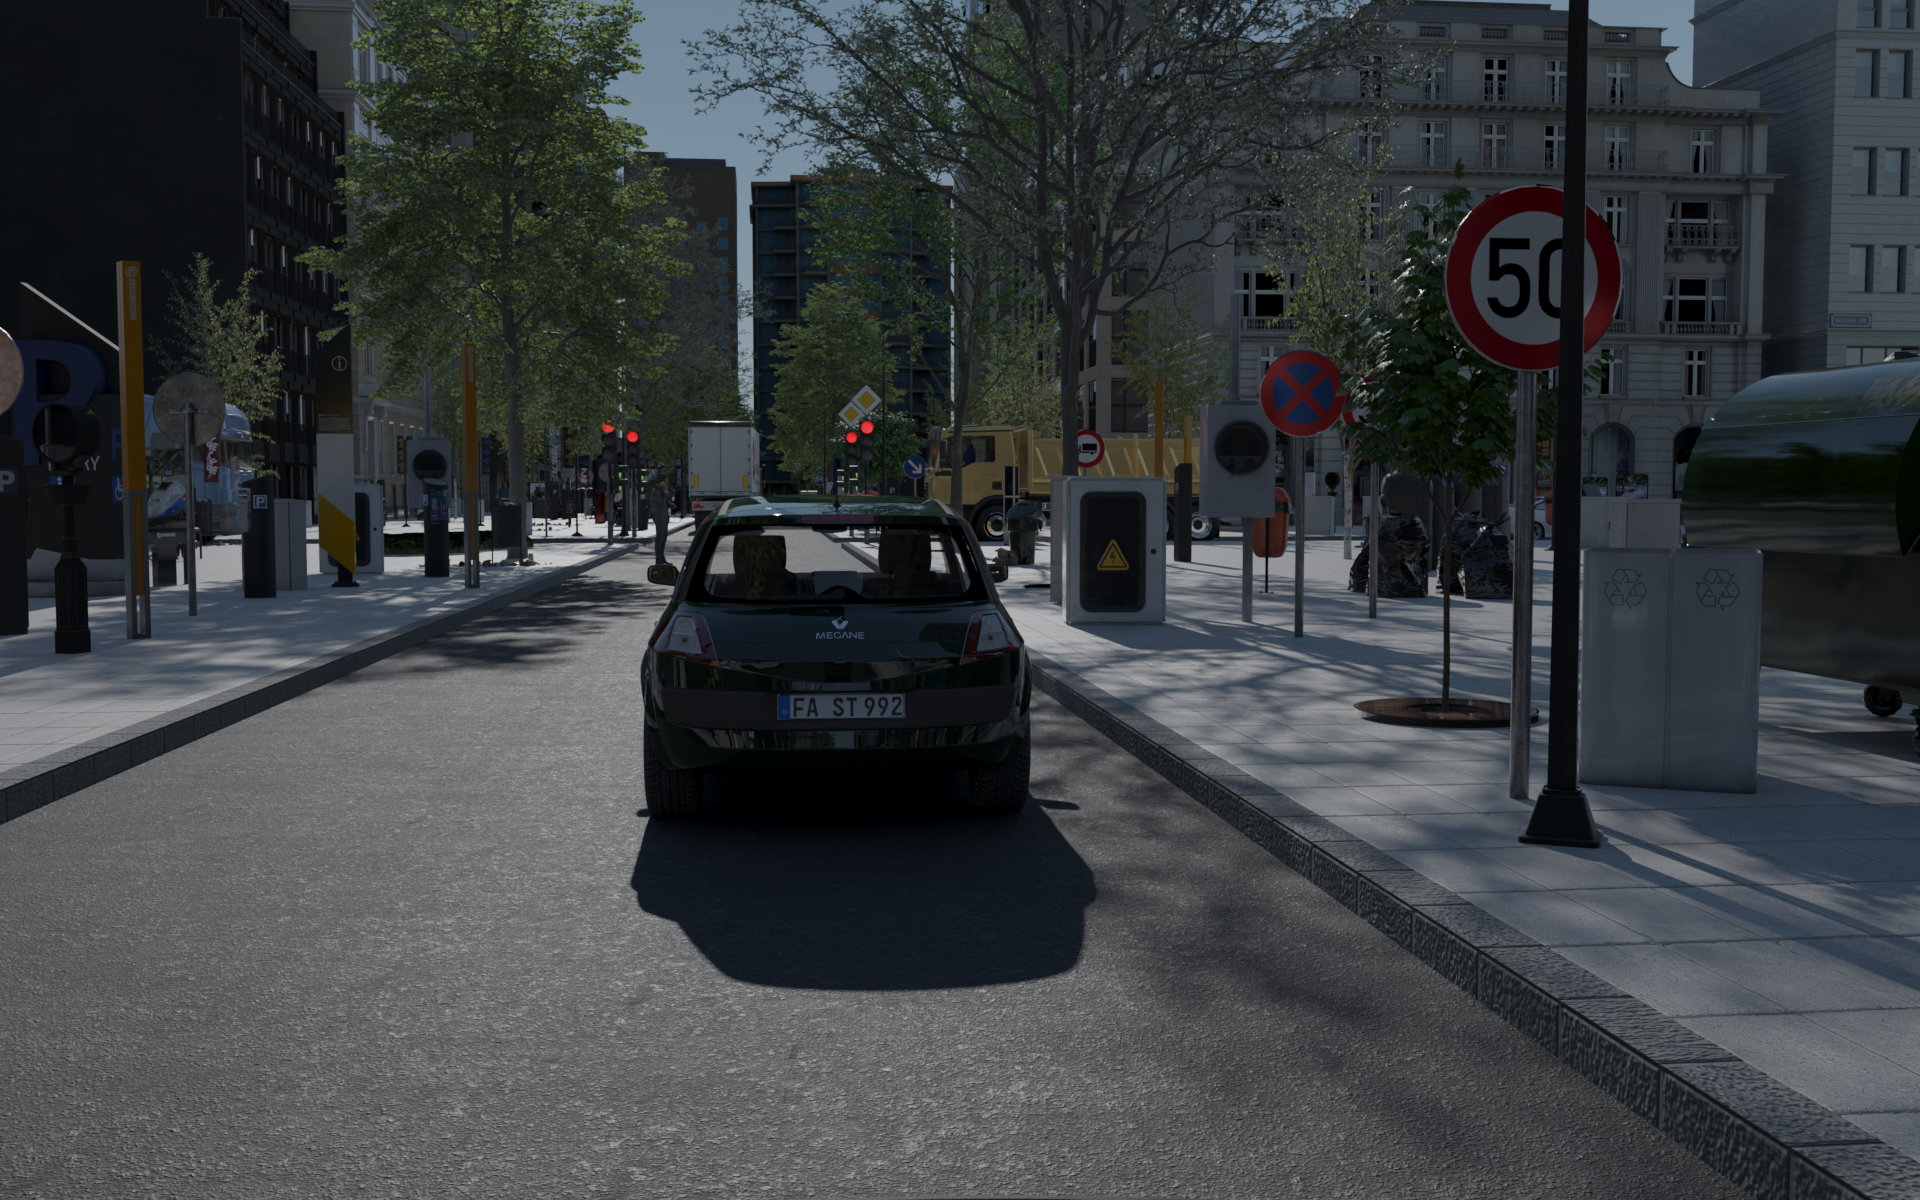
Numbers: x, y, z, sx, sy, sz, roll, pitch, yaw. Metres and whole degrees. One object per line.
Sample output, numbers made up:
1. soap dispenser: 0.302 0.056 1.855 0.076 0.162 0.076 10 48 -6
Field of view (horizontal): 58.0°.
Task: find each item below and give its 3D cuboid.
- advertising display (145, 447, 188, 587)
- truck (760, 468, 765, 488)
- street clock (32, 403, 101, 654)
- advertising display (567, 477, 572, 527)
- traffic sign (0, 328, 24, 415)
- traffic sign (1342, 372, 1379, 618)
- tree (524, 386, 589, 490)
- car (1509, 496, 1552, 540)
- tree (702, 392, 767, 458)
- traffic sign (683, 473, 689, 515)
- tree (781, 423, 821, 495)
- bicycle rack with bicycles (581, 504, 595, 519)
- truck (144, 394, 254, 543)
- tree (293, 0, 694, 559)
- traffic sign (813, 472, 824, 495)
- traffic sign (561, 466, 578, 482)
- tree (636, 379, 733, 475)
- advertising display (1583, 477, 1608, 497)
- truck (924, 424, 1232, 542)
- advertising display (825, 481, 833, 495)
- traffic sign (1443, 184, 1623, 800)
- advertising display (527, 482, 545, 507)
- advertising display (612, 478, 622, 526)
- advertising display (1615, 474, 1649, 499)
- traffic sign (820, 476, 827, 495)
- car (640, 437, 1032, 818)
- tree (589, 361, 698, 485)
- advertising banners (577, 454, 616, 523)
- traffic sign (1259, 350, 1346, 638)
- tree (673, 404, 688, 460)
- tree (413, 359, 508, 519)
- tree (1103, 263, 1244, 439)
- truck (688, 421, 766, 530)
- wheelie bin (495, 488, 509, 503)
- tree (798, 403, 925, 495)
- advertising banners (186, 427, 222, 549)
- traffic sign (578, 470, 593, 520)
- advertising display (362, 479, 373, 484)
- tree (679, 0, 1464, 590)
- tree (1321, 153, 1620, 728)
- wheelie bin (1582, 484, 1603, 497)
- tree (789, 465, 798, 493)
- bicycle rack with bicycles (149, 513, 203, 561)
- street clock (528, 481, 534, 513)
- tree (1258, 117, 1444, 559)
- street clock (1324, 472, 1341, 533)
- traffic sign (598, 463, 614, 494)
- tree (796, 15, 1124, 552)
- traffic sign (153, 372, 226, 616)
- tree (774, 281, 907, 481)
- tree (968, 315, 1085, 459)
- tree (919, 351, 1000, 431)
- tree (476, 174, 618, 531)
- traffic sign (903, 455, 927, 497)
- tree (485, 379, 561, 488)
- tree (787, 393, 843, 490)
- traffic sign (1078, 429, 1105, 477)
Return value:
1. advertising display: -11.108 -1.157 24.138 0.123 1.923 0.974 1 4 16
2. truck: -20.923 -11.167 172.343 2.967 4.110 18.799 0 4 -6
3. street clock: -7.164 -0.573 13.931 0.471 2.002 0.358 1 4 15
4. advertising display: -15.090 -3.774 66.924 0.123 1.923 0.974 -1 4 -9
5. traffic sign: -7.128 -0.756 12.468 0.768 2.556 0.104 0 4 -4
6. traffic sign: 4.282 -1.088 17.890 0.768 2.556 0.104 0 4 -6
7. tree: -24.889 -9.748 109.745 4.737 8.622 4.395 0 3 0
8. car: 17.910 -2.390 51.435 4.827 1.381 2.083 0 4 -6
9. tree: -25.882 -17.339 190.141 9.857 13.997 8.962 0 3 0
10. traffic sign: -16.655 -6.389 104.558 0.768 2.556 0.104 0 4 -6
11. tree: -14.813 -12.836 160.236 4.360 8.622 3.978 0 3 0
12. bicycle rack with bicycles: -17.632 -4.616 88.847 2.925 0.926 2.852 1 4 11
13. truck: -27.609 -3.379 45.007 18.799 4.110 2.967 0 4 -6
14. tree: -9.178 -7.112 34.402 7.486 12.596 7.792 0 3 0
15. traffic sign: -7.991 -6.019 98.513 0.768 2.556 0.104 0 4 -5
16. traffic sign: -16.870 -4.568 74.788 0.768 2.556 0.104 0 4 -2
17. tree: -19.578 -11.728 126.158 8.767 10.594 7.601 -1 4 -20
18. advertising display: 24.134 -3.708 65.840 0.974 1.923 0.123 -1 4 -9
19. truck: 3.027 -3.279 49.541 9.791 3.379 3.469 0 4 -5
20. advertising display: -6.065 -4.829 84.167 0.974 1.923 0.123 1 4 13
21. traffic sign: 2.359 -0.436 7.231 0.768 2.556 0.104 0 4 -6
22. advertising display: -22.994 -5.460 94.486 0.974 1.923 0.123 0 4 4
23. advertising display: -13.799 -3.970 70.124 0.123 1.923 0.974 1 4 22
24. advertising display: 21.383 -3.054 55.147 0.974 1.923 0.123 2 4 25
25. traffic sign: -9.019 -6.979 114.213 0.768 2.556 0.104 0 4 1
26. car: -0.677 0.041 9.121 2.009 1.686 4.222 0 4 -5
27. tree: -15.127 -8.290 85.910 4.737 8.622 4.395 0 3 0
28. advertising banners: -15.819 -4.893 76.195 2.074 3.025 0.090 1 4 9
29. traffic sign: 3.036 -0.938 15.439 0.768 2.556 0.104 0 4 0
30. tree: -20.065 -12.938 137.288 9.928 11.665 9.643 0 3 0
31. tree: -25.228 -8.370 87.207 4.737 8.622 4.395 0 3 0
32. tree: 6.683 -6.380 54.681 4.737 8.622 4.395 0 3 0
33. truck: -9.693 -5.109 72.447 2.839 4.237 11.283 0 4 -5
34. wheelie bin: -25.641 -5.473 97.393 0.980 1.594 0.693 -2 4 -27
35. tree: -2.897 -4.641 59.596 4.285 4.588 4.351 0 3 0
36. advertising banners: -18.217 -2.724 40.719 2.074 3.025 0.090 1 4 13
37. traffic sign: -18.796 -5.312 86.957 0.768 2.556 0.104 0 4 0
38. advertising display: -26.221 -4.352 76.370 0.974 1.923 0.123 2 4 33
39. tree: 1.525 -6.894 23.089 12.009 13.543 11.850 0 3 0
40. tree: 2.934 -0.936 9.911 1.663 3.219 1.824 0 3 0
41. wheelie bin: 19.960 -2.885 55.077 0.980 1.594 0.693 -1 4 -22
42. tree: -12.039 -9.478 138.686 4.285 4.588 4.351 0 3 0
43. bicycle rack with bicycles: -15.782 -1.233 33.537 2.852 0.926 2.925 0 4 3
44. street clock: -24.267 -5.725 98.180 0.358 2.002 0.471 1 4 18
45. tree: 7.659 -5.092 33.613 4.360 8.622 3.978 0 3 0
46. street clock: 12.277 -3.215 57.132 0.471 2.002 0.358 3 4 38
47. traffic sign: -14.364 -4.318 70.704 0.768 2.556 0.104 0 4 -5
48. tree: 0.046 -6.862 37.954 9.928 11.665 9.643 0 3 0
49. traffic sign: -8.084 -1.105 18.177 0.768 2.556 0.104 0 4 0
50. tree: -6.569 -10.681 92.759 7.486 12.596 7.792 0 3 0
51. tree: 2.831 -7.369 70.848 4.360 8.622 3.978 0 3 0
52. tree: 0.180 -8.355 86.967 4.737 8.622 4.395 0 3 0
53. tree: -11.514 -9.155 60.052 12.009 13.543 11.850 0 3 0
54. traffic sign: -1.467 -3.457 56.621 0.768 2.556 0.104 0 4 0
55. tree: -25.218 -9.205 100.869 4.360 8.622 3.978 0 3 0
56. tree: -9.633 -10.368 119.875 4.737 8.622 4.395 0 3 0
57. traffic sign: 2.465 -2.073 34.005 0.768 2.556 0.104 0 4 -4
